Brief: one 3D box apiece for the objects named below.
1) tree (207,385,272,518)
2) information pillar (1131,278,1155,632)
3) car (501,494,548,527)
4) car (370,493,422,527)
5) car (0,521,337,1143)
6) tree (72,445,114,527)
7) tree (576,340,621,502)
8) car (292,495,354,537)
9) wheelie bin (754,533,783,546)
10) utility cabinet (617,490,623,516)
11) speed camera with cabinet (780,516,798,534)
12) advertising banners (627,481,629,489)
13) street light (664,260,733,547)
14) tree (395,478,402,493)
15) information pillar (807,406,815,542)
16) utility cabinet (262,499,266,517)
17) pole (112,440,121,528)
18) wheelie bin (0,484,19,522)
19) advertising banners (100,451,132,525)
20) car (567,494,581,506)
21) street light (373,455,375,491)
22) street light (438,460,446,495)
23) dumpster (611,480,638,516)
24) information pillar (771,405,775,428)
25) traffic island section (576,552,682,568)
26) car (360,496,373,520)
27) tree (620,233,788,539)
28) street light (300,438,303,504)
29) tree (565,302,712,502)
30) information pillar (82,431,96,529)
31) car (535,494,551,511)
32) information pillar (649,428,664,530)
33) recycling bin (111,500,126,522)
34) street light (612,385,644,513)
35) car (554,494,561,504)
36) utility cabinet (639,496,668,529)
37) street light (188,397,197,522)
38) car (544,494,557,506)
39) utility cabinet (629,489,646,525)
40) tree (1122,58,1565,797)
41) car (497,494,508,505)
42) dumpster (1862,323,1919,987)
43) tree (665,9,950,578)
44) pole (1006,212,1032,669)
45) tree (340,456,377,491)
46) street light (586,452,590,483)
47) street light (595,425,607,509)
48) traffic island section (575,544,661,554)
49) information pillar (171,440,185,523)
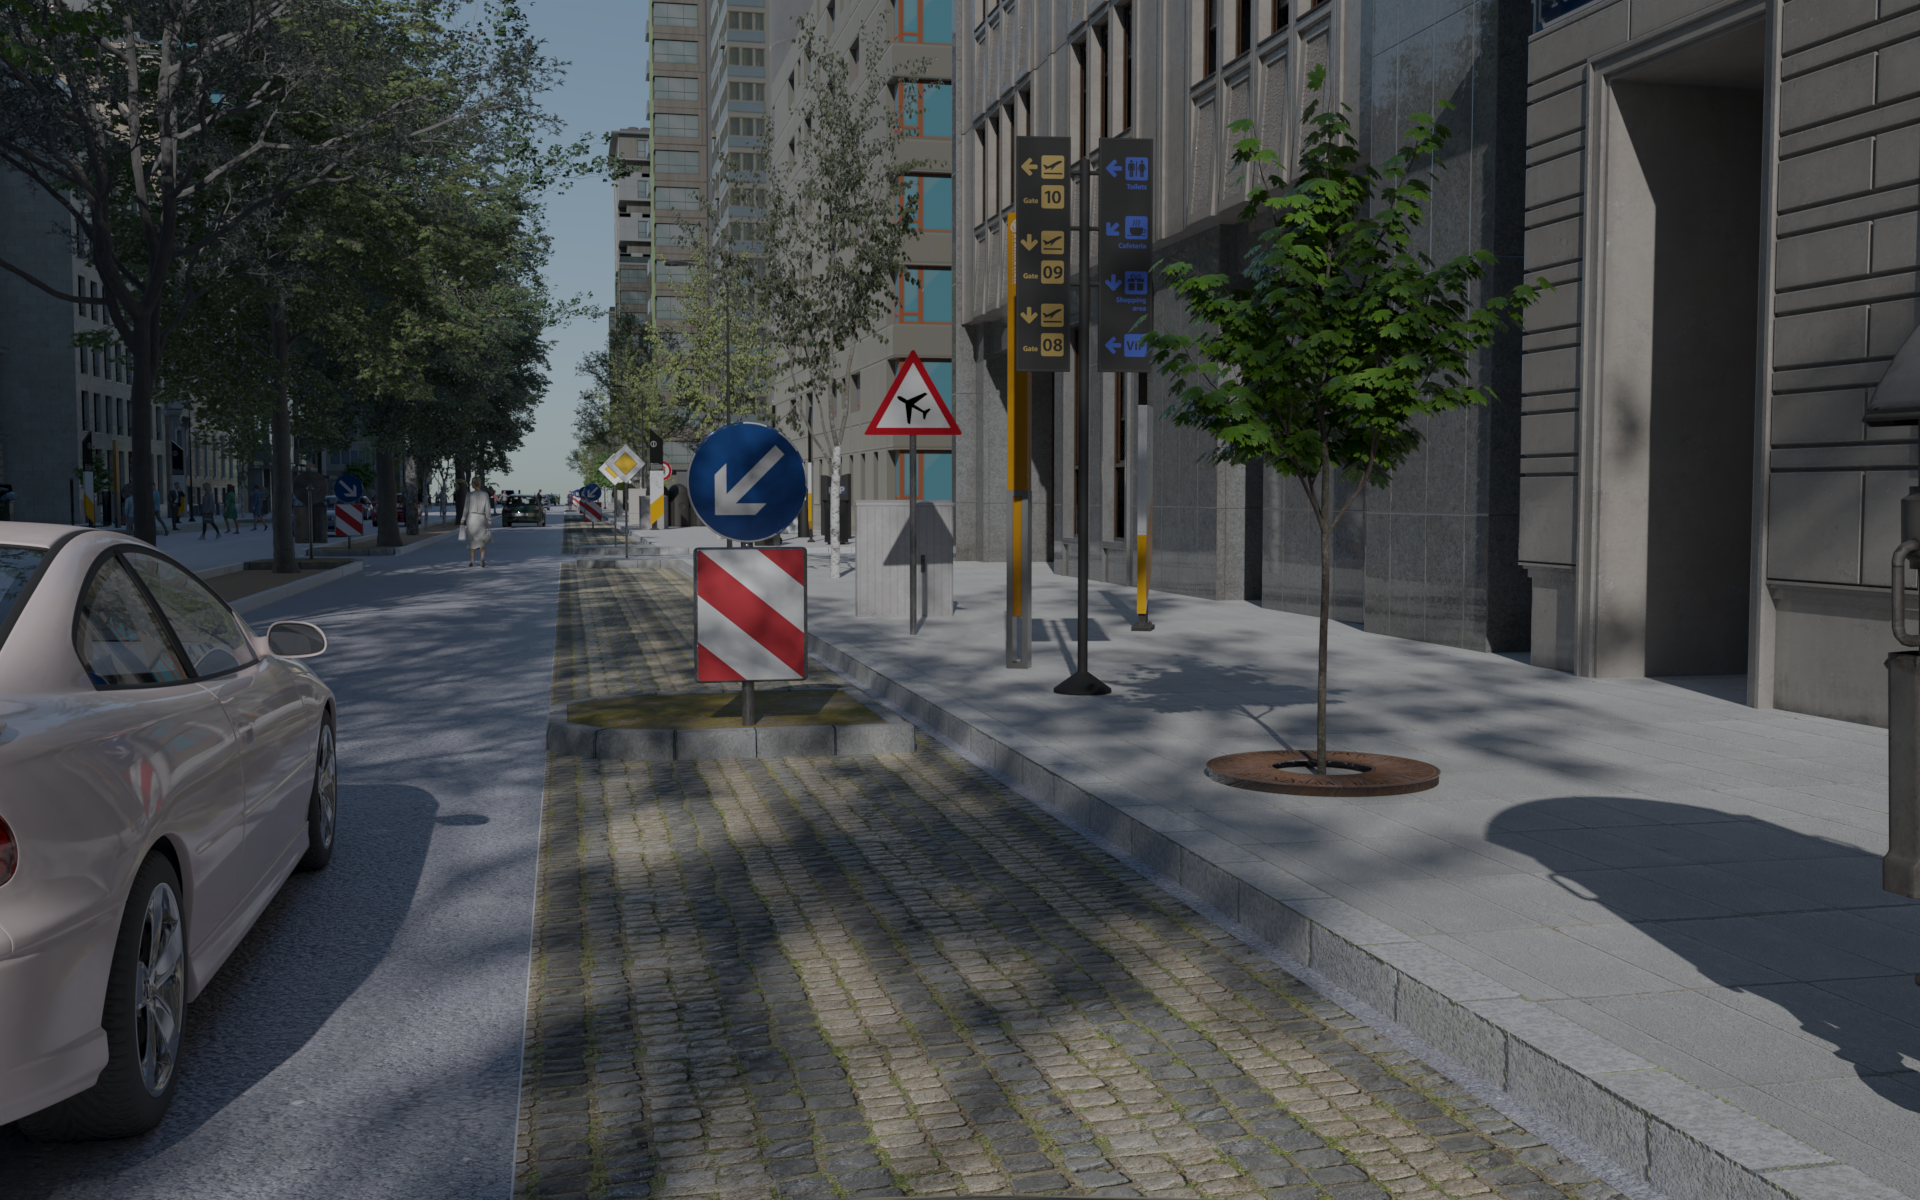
[{"bbox_3d":[-38.441,-8.736,93.197,4.737,8.622,4.395,0,3,0],"label":"tree"},{"bbox_3d":[1.747,-1.527,16.314,0.183,3.616,0.504,1,4,13],"label":"information pillar"},{"bbox_3d":[-19.105,-4.044,75.905,2.009,1.686,4.222,-1,4,-11],"label":"car"},{"bbox_3d":[-25.256,-4.201,77.722,2.155,1.783,4.494,-1,4,-11],"label":"car"},{"bbox_3d":[-2.999,0.450,5.013,2.083,1.381,4.827,-1,4,-13],"label":"car"},{"bbox_3d":[-33.862,-4.489,67.991,1.663,3.219,1.824,0,3,0],"label":"tree"},{"bbox_3d":[-14.362,-7.798,77.858,4.737,8.622,4.395,0,3,0],"label":"tree"},{"bbox_3d":[-21.681,-2.895,59.328,2.014,1.417,4.499,-1,4,-11],"label":"car"},{"bbox_3d":[-4.807,-2.140,42.904,0.693,1.594,0.980,1,4,17],"label":"wheelie bin"},{"bbox_3d":[-19.314,-5.488,98.403,0.318,1.500,1.173,-1,4,-13],"label":"utility cabinet"},{"bbox_3d":[-5.721,-3.815,56.707,0.660,3.252,2.038,-1,4,-14],"label":"speed camera with cabinet"},{"bbox_3d":[-17.460,-5.862,92.027,0.090,3.025,2.074,-2,4,-24],"label":"advertising banners"},{"bbox_3d":[-5.173,-3.797,34.629,1.470,5.913,1.316,-1,4,-13],"label":"street light"},{"bbox_3d":[-57.111,-10.966,173.889,1.663,3.219,1.824,0,3,0],"label":"tree"},{"bbox_3d":[-3.963,-3.338,45.926,0.183,3.616,0.504,0,3,0],"label":"information pillar"},{"bbox_3d":[-39.297,-5.421,97.314,0.318,1.500,1.173,-2,4,-35],"label":"utility cabinet"},{"bbox_3d":[-31.809,-4.372,65.326,0.158,3.312,0.155,0,3,0],"label":"pole"},{"bbox_3d":[-29.117,-2.735,52.620,0.980,1.594,0.693,-1,4,-17],"label":"wheelie bin"},{"bbox_3d":[-34.334,-4.561,70.763,2.074,3.025,0.090,1,4,21],"label":"advertising banners"},{"bbox_3d":[-47.883,-12.566,215.243,2.009,1.686,4.222,-1,4,-11],"label":"car"},{"bbox_3d":[-52.109,-11.195,155.585,1.470,5.913,1.316,-1,4,-13],"label":"street light"},{"bbox_3d":[-70.444,-16.104,235.842,1.470,5.913,1.316,-1,4,-13],"label":"street light"},{"bbox_3d":[-19.415,-5.978,100.230,1.502,2.255,1.985,-1,4,-13],"label":"dumpster"},{"bbox_3d":[-4.923,-3.325,45.724,0.183,3.616,0.504,-1,4,-11],"label":"information pillar"},{"bbox_3d":[-6.642,-0.756,34.645,2.009,0.180,2.903,-1,4,-13],"label":"traffic island section"},{"bbox_3d":[-33.464,-5.079,95.616,1.945,1.354,3.894,-1,4,-13],"label":"car"},{"bbox_3d":[-6.820,-6.020,48.783,4.737,8.622,4.395,0,3,0],"label":"tree"},{"bbox_3d":[-42.594,-8.620,113.477,1.470,5.913,1.316,-1,4,-13],"label":"street light"},{"bbox_3d":[-15.576,-9.195,84.749,7.601,10.594,8.767,0,4,-7],"label":"tree"},{"bbox_3d":[-32.204,-4.442,63.989,0.183,3.616,0.504,0,4,7],"label":"information pillar"},{"bbox_3d":[-36.879,-8.557,151.913,2.014,1.417,4.499,-1,4,-12],"label":"car"},{"bbox_3d":[-10.811,-4.300,61.657,0.504,3.616,0.183,-1,4,-10],"label":"information pillar"},{"bbox_3d":[-38.169,-4.055,78.848,0.722,1.027,0.722,3,5,39],"label":"recycling bin"},{"bbox_3d":[-14.053,-6.189,73.725,1.470,5.913,1.316,-1,4,-13],"label":"street light"},{"bbox_3d":[-55.377,-13.686,235.570,2.131,1.459,4.920,-1,4,-14],"label":"car"},{"bbox_3d":[-11.352,-3.242,64.169,1.020,1.237,0.306,-1,4,-22],"label":"utility cabinet"},{"bbox_3d":[-35.014,-6.579,80.100,1.470,5.913,1.316,-1,4,-13],"label":"street light"},{"bbox_3d":[-51.583,-12.566,217.249,2.131,1.459,4.920,-1,4,-15],"label":"car"},{"bbox_3d":[-13.139,-3.869,71.931,1.173,1.500,0.318,0,4,0],"label":"utility cabinet"},{"bbox_3d":[1.614,-0.812,7.875,1.663,3.219,1.824,0,3,0],"label":"tree"},{"bbox_3d":[-56.063,-12.360,211.877,2.009,1.686,4.222,-1,4,-14],"label":"car"},{"bbox_3d":[2.695,0.172,2.939,1.264,1.857,1.865,-1,4,-13],"label":"dumpster"},{"bbox_3d":[-2.063,-4.656,26.484,4.360,8.622,3.978,0,3,0],"label":"tree"},{"bbox_3d":[0.436,-1.153,12.687,0.158,3.312,0.155,0,3,0],"label":"pole"},{"bbox_3d":[-52.371,-10.225,150.891,4.285,4.588,4.351,0,3,0],"label":"tree"},{"bbox_3d":[-30.877,-10.718,147.783,1.470,5.913,1.316,-1,4,-13],"label":"street light"},{"bbox_3d":[-23.591,-8.743,115.492,1.470,5.913,1.316,-1,4,-13],"label":"street light"},{"bbox_3d":[-8.414,-1.232,42.432,2.009,0.180,2.903,-1,4,-13],"label":"traffic island section"},{"bbox_3d":[-34.186,-5.160,75.724,0.504,3.616,0.183,0,4,-5],"label":"information pillar"}]
